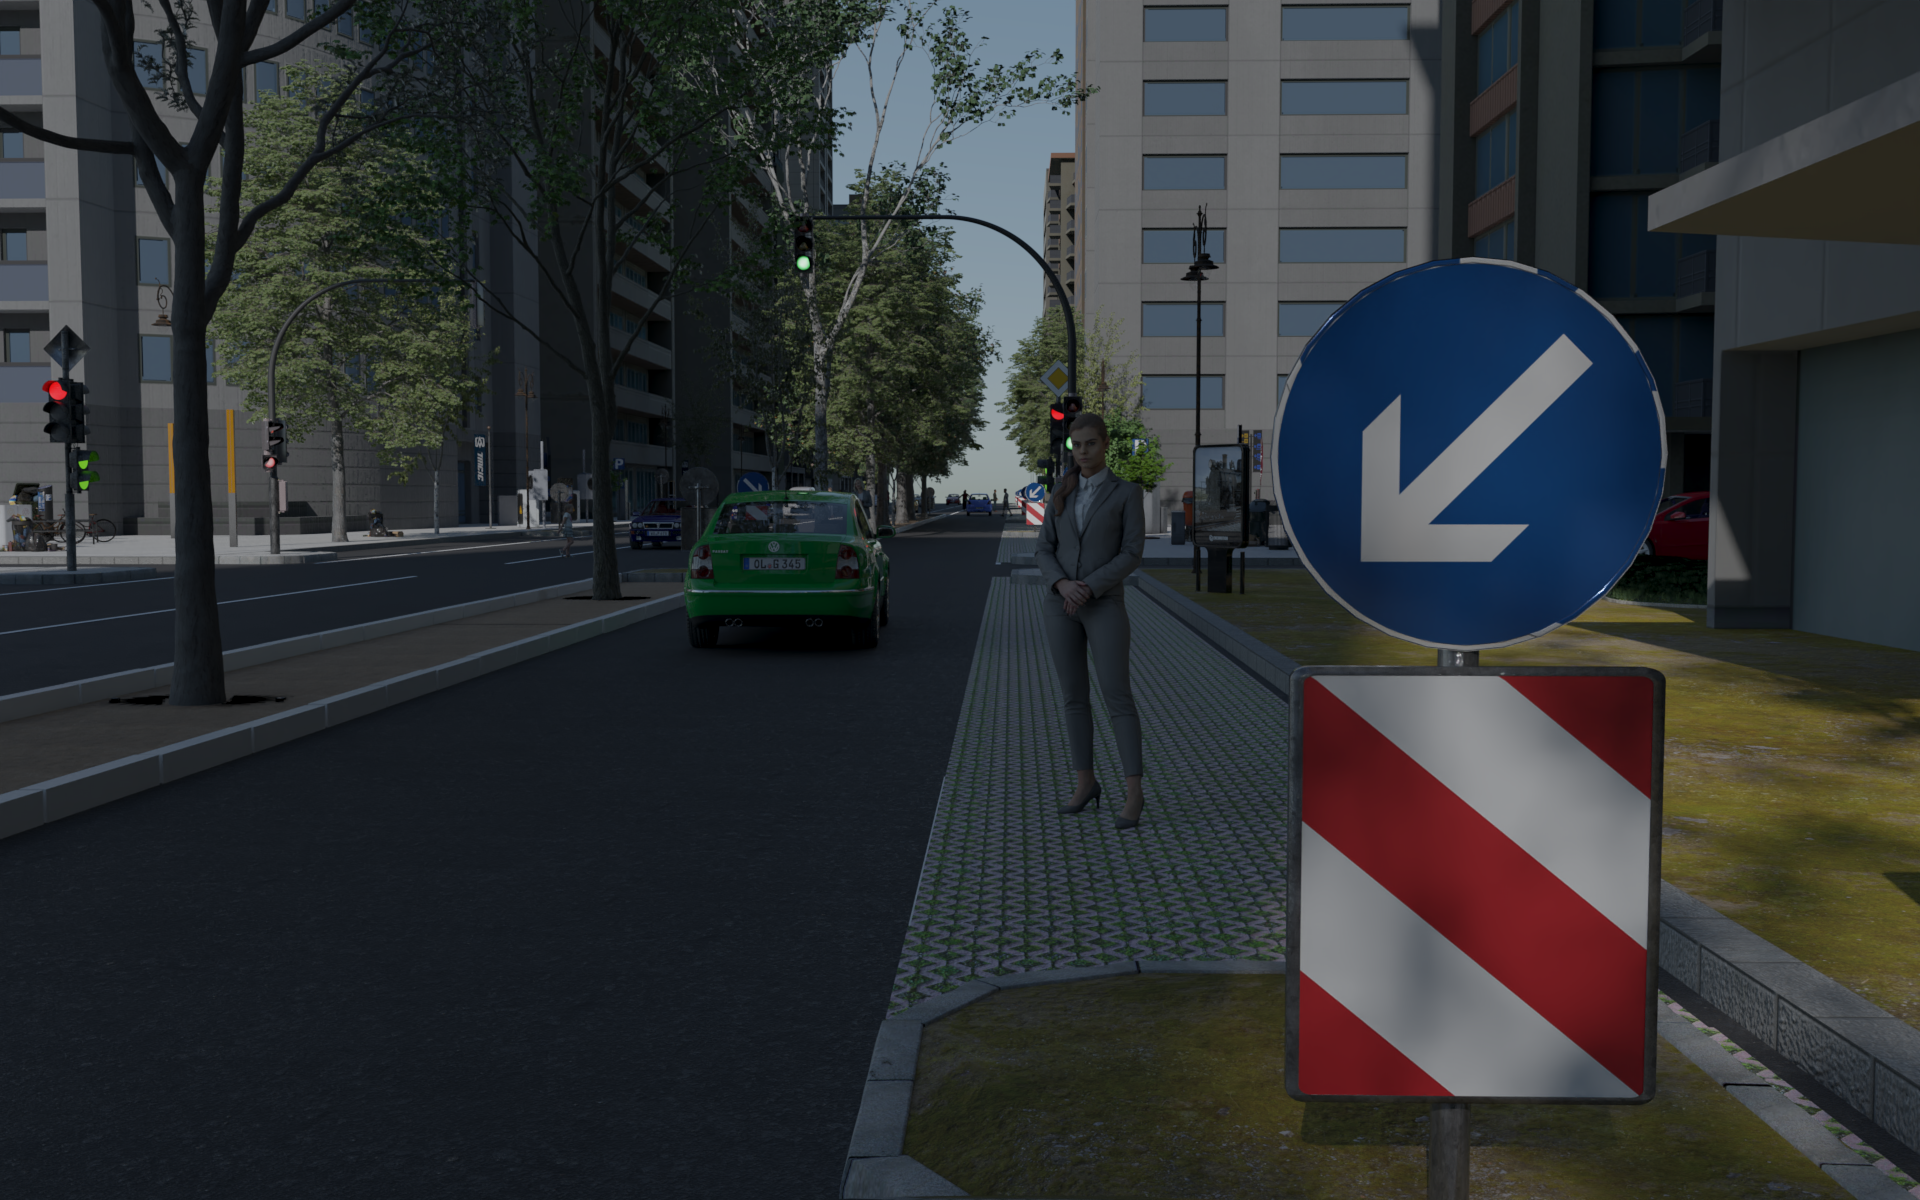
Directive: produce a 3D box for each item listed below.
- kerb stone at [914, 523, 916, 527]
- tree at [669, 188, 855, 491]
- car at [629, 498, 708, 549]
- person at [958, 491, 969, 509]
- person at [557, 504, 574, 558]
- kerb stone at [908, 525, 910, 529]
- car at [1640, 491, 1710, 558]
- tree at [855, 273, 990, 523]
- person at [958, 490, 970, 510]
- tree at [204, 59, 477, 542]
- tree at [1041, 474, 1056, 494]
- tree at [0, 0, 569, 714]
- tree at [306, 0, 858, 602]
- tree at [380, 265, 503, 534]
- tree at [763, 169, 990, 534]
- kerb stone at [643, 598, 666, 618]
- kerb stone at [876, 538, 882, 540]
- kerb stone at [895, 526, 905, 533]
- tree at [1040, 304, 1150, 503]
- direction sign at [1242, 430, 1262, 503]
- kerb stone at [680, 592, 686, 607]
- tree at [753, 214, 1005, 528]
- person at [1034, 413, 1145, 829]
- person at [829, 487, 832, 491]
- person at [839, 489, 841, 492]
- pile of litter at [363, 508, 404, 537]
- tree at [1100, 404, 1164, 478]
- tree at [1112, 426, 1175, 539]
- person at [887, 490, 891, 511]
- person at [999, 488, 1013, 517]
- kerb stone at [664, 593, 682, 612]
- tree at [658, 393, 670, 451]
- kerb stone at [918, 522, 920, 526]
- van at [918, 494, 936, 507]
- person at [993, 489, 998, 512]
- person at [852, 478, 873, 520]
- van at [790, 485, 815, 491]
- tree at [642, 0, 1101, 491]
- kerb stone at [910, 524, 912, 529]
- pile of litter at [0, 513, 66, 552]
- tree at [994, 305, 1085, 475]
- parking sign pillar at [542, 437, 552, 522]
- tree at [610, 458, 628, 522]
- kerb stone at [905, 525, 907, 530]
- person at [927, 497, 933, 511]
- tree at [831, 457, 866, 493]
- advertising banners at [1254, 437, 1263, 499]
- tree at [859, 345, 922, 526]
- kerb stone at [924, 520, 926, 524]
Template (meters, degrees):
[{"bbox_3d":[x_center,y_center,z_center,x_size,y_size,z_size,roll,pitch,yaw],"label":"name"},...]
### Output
[{"bbox_3d":[-2.063,-3.115,73.128,0.120,0.150,1.000,0,4,2],"label":"kerb stone"},{"bbox_3d":[-4.322,-5.356,40.398,4.360,8.622,3.978,0,3,0],"label":"tree"},{"bbox_3d":[-7.645,-2.056,46.193,1.945,1.354,3.894,0,4,2],"label":"car"},{"bbox_3d":[0.363,-9.563,165.380,1.217,1.766,0.721,1,4,14],"label":"person"},{"bbox_3d":[-8.903,-1.566,39.124,0.382,1.210,0.505,-1,4,-10],"label":"person"},{"bbox_3d":[-2.191,-2.865,69.040,0.120,0.150,1.000,0,4,2],"label":"kerb stone"},{"bbox_3d":[13.748,-1.442,32.611,4.494,1.783,2.155,0,4,3],"label":"car"},{"bbox_3d":[-2.703,-11.320,94.189,9.857,13.997,8.962,0,3,0],"label":"tree"},{"bbox_3d":[0.467,-8.890,153.808,1.348,1.831,0.705,1,4,15],"label":"person"},{"bbox_3d":[-17.116,-7.835,46.230,7.486,12.596,7.792,0,3,0],"label":"tree"},{"bbox_3d":[7.525,-9.083,143.114,1.663,3.219,1.824,0,3,0],"label":"tree"},{"bbox_3d":[-5.226,-6.039,11.558,12.009,13.543,11.850,0,3,0],"label":"tree"},{"bbox_3d":[-4.876,-5.807,23.160,9.928,11.665,9.643,0,3,0],"label":"tree"},{"bbox_3d":[-16.832,-6.437,55.601,4.737,8.622,4.395,0,3,0],"label":"tree"},{"bbox_3d":[-3.016,-8.507,59.667,7.486,12.596,7.792,0,3,0],"label":"tree"},{"bbox_3d":[-3.648,0.113,20.347,0.120,0.150,1.000,0,4,2],"label":"kerb stone"},{"bbox_3d":[-2.557,-2.111,56.711,0.120,0.150,1.000,0,4,2],"label":"kerb stone"},{"bbox_3d":[-2.274,-2.675,65.961,0.120,0.150,1.000,0,4,2],"label":"kerb stone"},{"bbox_3d":[5.230,-7.211,68.259,4.737,8.622,4.395,0,3,0],"label":"tree"},{"bbox_3d":[10.306,-4.244,61.379,0.876,3.537,0.379,3,5,42],"label":"direction sign"},{"bbox_3d":[-3.585,-0.012,22.400,0.120,0.150,1.000,0,4,2],"label":"kerb stone"},{"bbox_3d":[-3.069,-9.103,68.300,9.611,12.733,9.660,0,3,0],"label":"tree"},{"bbox_3d":[0.563,0.071,7.611,0.520,1.790,0.573,1,4,11],"label":"person"},{"bbox_3d":[-7.846,-5.943,105.586,0.656,1.842,0.836,1,4,20],"label":"person"},{"bbox_3d":[-9.664,-7.988,139.121,1.348,1.822,0.705,1,4,9],"label":"person"},{"bbox_3d":[-17.331,-2.331,52.072,1.176,0.858,1.719,-2,4,-23],"label":"pile of litter"},{"bbox_3d":[5.805,-4.875,63.416,4.285,4.588,4.351,0,3,0],"label":"tree"},{"bbox_3d":[5.190,-3.368,49.668,1.663,3.219,1.824,0,3,0],"label":"tree"},{"bbox_3d":[-5.905,-8.206,143.390,0.721,1.743,1.217,1,4,14],"label":"person"},{"bbox_3d":[2.934,-6.165,109.566,0.850,1.792,0.678,-1,4,-16],"label":"person"},{"bbox_3d":[-3.618,0.050,21.373,0.120,0.150,1.000,0,4,2],"label":"kerb stone"},{"bbox_3d":[-15.021,-9.135,99.721,4.360,8.622,3.978,0,3,0],"label":"tree"},{"bbox_3d":[-1.970,-3.303,76.199,0.120,0.150,1.000,0,4,2],"label":"kerb stone"},{"bbox_3d":[-3.551,-11.000,186.863,2.013,2.044,4.112,0,4,1],"label":"van"},{"bbox_3d":[2.883,-8.115,141.198,0.705,1.821,1.348,-1,4,-10],"label":"person"},{"bbox_3d":[-2.285,-1.909,39.893,0.537,1.800,0.526,1,4,9],"label":"person"},{"bbox_3d":[-9.241,-5.711,100.390,2.013,2.044,4.112,0,4,2],"label":"van"},{"bbox_3d":[-2.805,-11.635,48.574,12.611,20.169,13.585,0,3,0],"label":"tree"},{"bbox_3d":[-2.150,-2.924,70.061,0.120,0.150,1.000,0,4,2],"label":"kerb stone"},{"bbox_3d":[-20.883,-1.521,38.830,1.719,0.858,1.176,2,4,25],"label":"pile of litter"},{"bbox_3d":[5.775,-11.388,104.325,7.486,12.596,7.792,0,3,0],"label":"tree"},{"bbox_3d":[-19.343,-5.654,80.912,1.447,3.967,1.447,-1,4,-16],"label":"parking sign pillar"},{"bbox_3d":[-16.347,-5.190,79.458,1.663,3.219,1.824,0,3,0],"label":"tree"},{"bbox_3d":[-2.245,-2.736,66.983,0.120,0.150,1.000,0,4,2],"label":"kerb stone"},{"bbox_3d":[-2.626,-8.557,148.425,0.705,1.822,1.348,-2,4,-31],"label":"person"},{"bbox_3d":[-12.131,-15.540,188.484,8.767,10.594,7.601,0,3,0],"label":"tree"},{"bbox_3d":[9.412,-3.573,54.607,0.090,3.025,2.074,0,4,4],"label":"advertising banners"},{"bbox_3d":[-2.992,-7.597,77.032,4.737,8.622,4.395,0,3,0],"label":"tree"},{"bbox_3d":[-1.816,-3.618,81.344,0.120,0.150,1.000,0,4,2],"label":"kerb stone"}]
